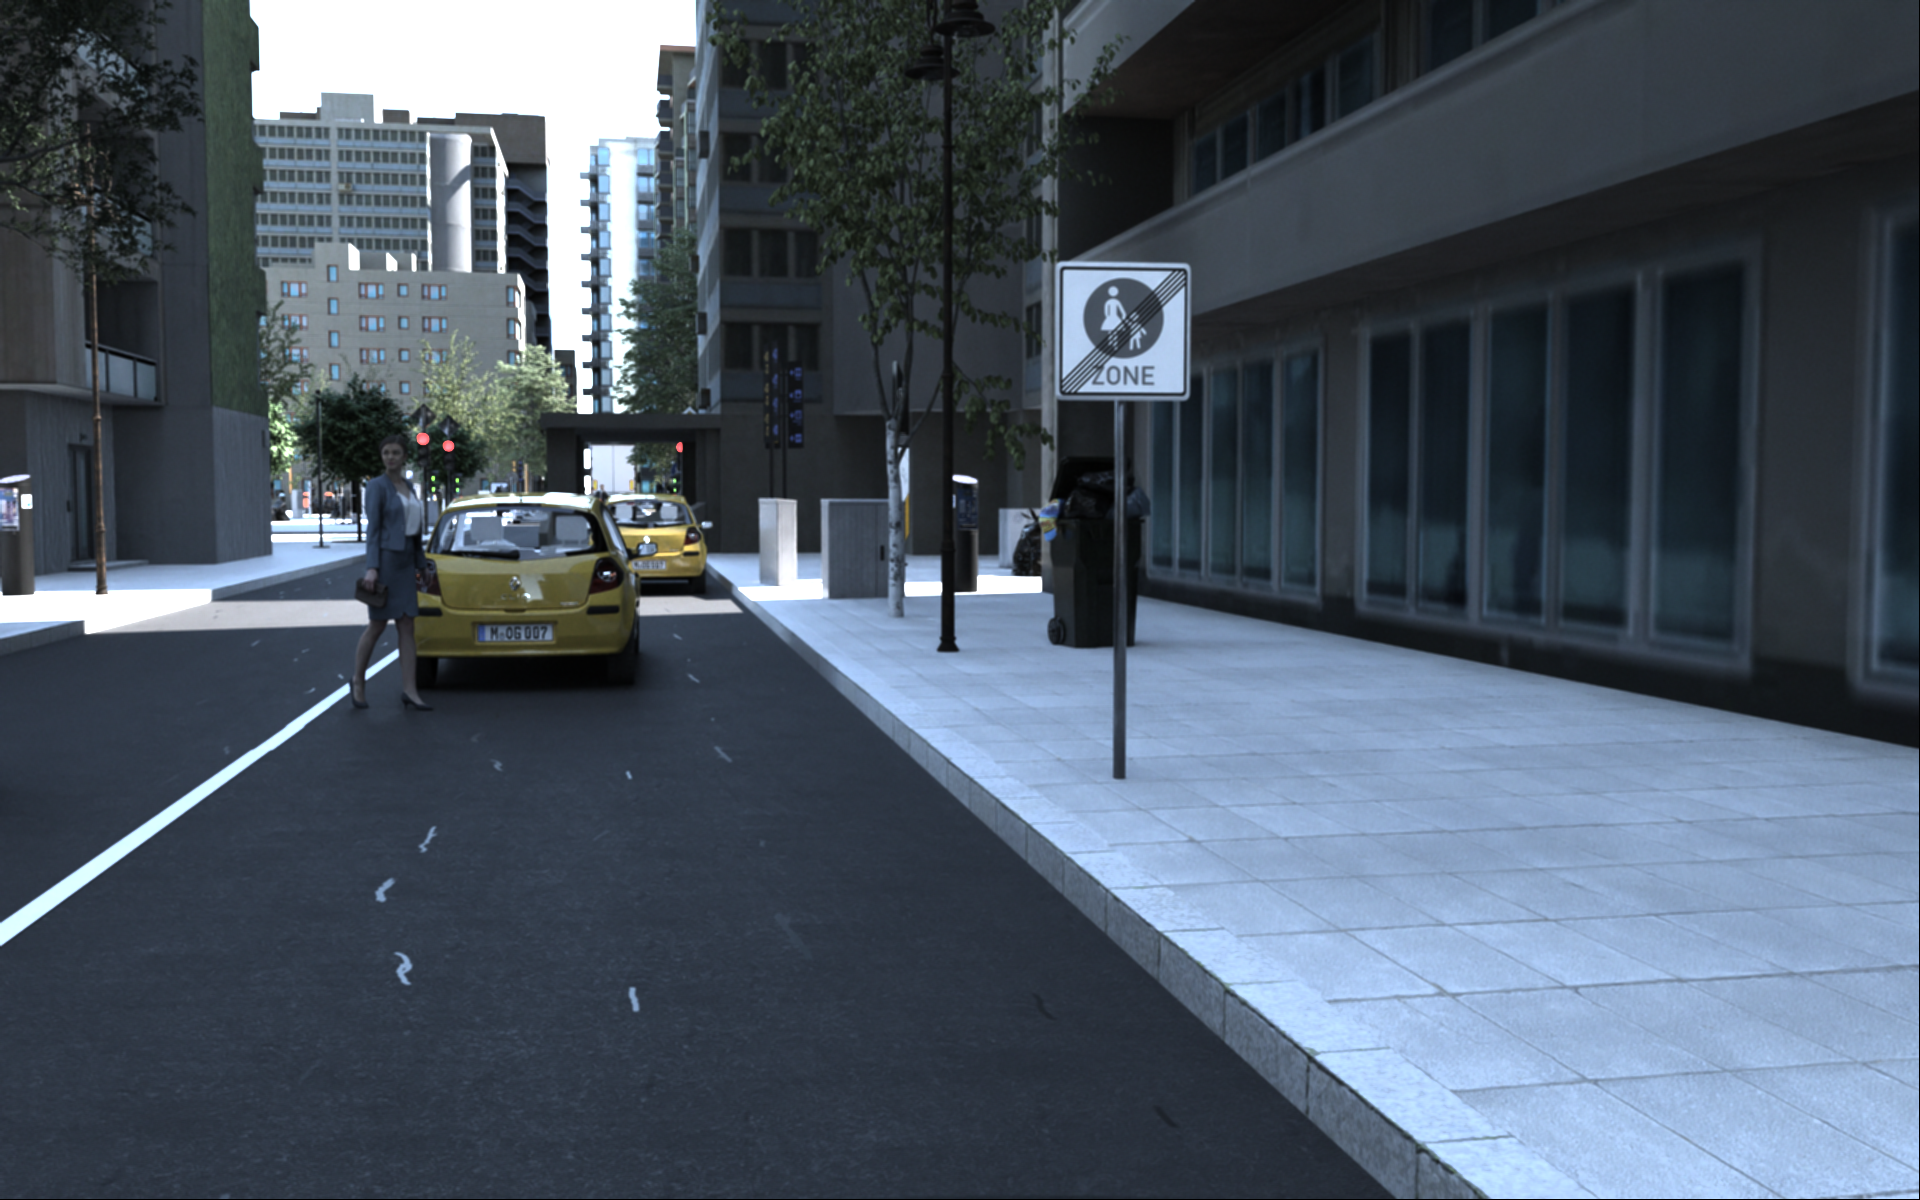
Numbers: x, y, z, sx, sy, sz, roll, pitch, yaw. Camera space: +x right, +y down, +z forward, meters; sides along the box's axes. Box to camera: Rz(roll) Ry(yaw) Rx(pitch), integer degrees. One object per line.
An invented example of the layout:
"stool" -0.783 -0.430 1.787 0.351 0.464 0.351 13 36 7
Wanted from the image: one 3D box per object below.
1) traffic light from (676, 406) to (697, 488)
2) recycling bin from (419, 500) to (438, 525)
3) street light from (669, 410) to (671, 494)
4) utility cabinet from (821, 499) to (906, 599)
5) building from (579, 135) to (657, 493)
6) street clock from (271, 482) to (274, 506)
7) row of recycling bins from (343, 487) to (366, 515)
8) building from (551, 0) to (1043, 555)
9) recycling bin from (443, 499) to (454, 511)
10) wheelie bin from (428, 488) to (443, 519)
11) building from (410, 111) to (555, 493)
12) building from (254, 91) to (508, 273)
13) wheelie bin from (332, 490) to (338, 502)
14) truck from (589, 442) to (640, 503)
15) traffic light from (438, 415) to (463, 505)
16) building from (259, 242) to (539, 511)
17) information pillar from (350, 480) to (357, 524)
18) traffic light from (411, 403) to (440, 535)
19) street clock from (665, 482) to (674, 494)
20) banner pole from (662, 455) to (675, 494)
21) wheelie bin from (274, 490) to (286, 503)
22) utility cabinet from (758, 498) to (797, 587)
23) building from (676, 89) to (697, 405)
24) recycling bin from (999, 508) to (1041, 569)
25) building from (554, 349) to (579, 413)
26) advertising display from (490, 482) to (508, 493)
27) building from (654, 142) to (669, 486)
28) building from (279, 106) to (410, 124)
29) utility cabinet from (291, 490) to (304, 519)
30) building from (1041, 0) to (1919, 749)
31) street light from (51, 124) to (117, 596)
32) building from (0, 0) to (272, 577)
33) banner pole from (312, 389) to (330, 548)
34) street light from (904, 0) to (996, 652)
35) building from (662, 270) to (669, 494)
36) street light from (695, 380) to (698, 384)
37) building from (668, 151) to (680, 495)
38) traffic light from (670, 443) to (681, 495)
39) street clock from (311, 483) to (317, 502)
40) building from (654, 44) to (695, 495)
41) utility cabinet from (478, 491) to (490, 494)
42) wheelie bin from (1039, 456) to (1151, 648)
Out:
"traffic light" -8.631 -4.059 55.290 0.839 4.253 0.868 -1 4 -11
"recycling bin" -21.899 -3.575 71.013 0.722 1.027 0.722 2 4 31
"street light" -15.943 -7.495 95.337 0.468 5.910 1.993 -1 4 -11
"utility cabinet" -1.193 -0.629 21.454 1.020 1.237 0.306 -2 4 -25
"building" -35.231 -37.480 232.412 30.456 49.044 23.786 -1 4 -11
"street clock" -37.737 -5.510 94.653 0.471 2.002 0.358 0 4 -8
"row of recycling bins" -37.542 -6.240 109.140 1.069 1.692 3.534 1 4 16
"building" 5.901 -21.535 43.975 32.217 40.220 23.993 -1 4 -11
"recycling bin" -25.523 -4.542 86.821 0.722 1.027 0.722 -2 4 -23
"wheelie bin" -25.261 -4.617 83.390 0.693 1.594 0.980 -2 4 -31
"building" -54.389 -33.603 199.522 14.200 45.320 14.600 -1 4 -11
"building" -58.208 -29.375 172.161 32.217 40.220 23.993 -1 4 -11
"wheelie bin" -46.787 -7.485 130.286 0.693 1.594 0.980 1 4 16
"truck" -19.296 -6.597 96.776 2.839 4.237 11.283 -1 4 -11
"traffic light" -18.117 -4.443 61.567 0.839 4.253 0.868 -1 4 -11
"building" -50.825 -18.485 147.274 27.650 21.520 28.899 -1 4 -11
"information pillar" -26.066 -4.284 74.543 0.304 2.012 0.304 -1 4 -23
"traffic light" -16.590 -3.964 53.729 0.839 4.253 0.868 -1 4 -11
"street clock" -17.050 -5.945 101.772 0.471 2.002 0.358 -2 4 -35
"banner pole" -18.178 -7.252 108.582 0.863 3.779 0.401 2 4 31
"wheelie bin" -51.016 -7.460 129.871 0.980 1.594 0.693 1 4 9
"utility cabinet" -2.556 -0.807 24.350 0.306 1.237 1.020 -1 4 -21
"building" -13.257 -21.804 128.191 14.160 30.474 14.107 -1 4 -11
"recycling bin" 1.098 -1.072 30.075 0.722 1.027 0.722 -1 4 -12
"building" -65.451 -23.479 228.919 28.899 21.520 27.650 -1 4 -11
"advertising display" -25.234 -5.483 94.863 0.974 1.923 0.123 -2 4 -27
"building" -28.954 -31.891 205.019 14.154 41.232 14.086 -1 4 -11
"building" -68.625 -33.435 196.779 14.200 45.320 14.600 -1 4 -11
"utility cabinet" -33.963 -4.901 88.809 0.318 1.500 1.173 0 4 -7
"building" 13.526 -23.813 13.051 21.300 48.544 21.600 -1 4 -11
"street light" -10.888 -2.997 21.797 0.468 5.910 1.993 -1 4 -11
"building" -20.148 -21.027 27.391 14.154 41.232 14.086 -1 4 -11
"banner pole" -15.205 -3.129 41.179 0.401 3.779 0.863 -2 4 -25
"street light" -0.098 -2.519 13.967 0.468 5.910 1.993 -1 4 -11
"building" -25.803 -25.651 191.101 14.160 30.474 14.107 -1 4 -11
"street light" -8.151 -5.028 54.988 0.468 5.910 1.993 -1 4 -11
"building" -17.422 -23.055 148.653 14.160 30.474 14.107 -1 4 -11
"traffic light" -10.158 -4.539 63.128 0.839 4.253 0.868 -1 4 -11
"street clock" -43.315 -6.815 116.000 0.471 2.002 0.358 0 4 5
"building" -18.518 -31.535 170.229 22.147 44.769 28.867 -1 4 -11
"utility cabinet" -31.686 -6.564 115.999 1.173 1.500 0.318 2 4 28
"wheelie bin" 1.176 -0.412 14.649 0.980 1.594 0.693 -1 4 -20
